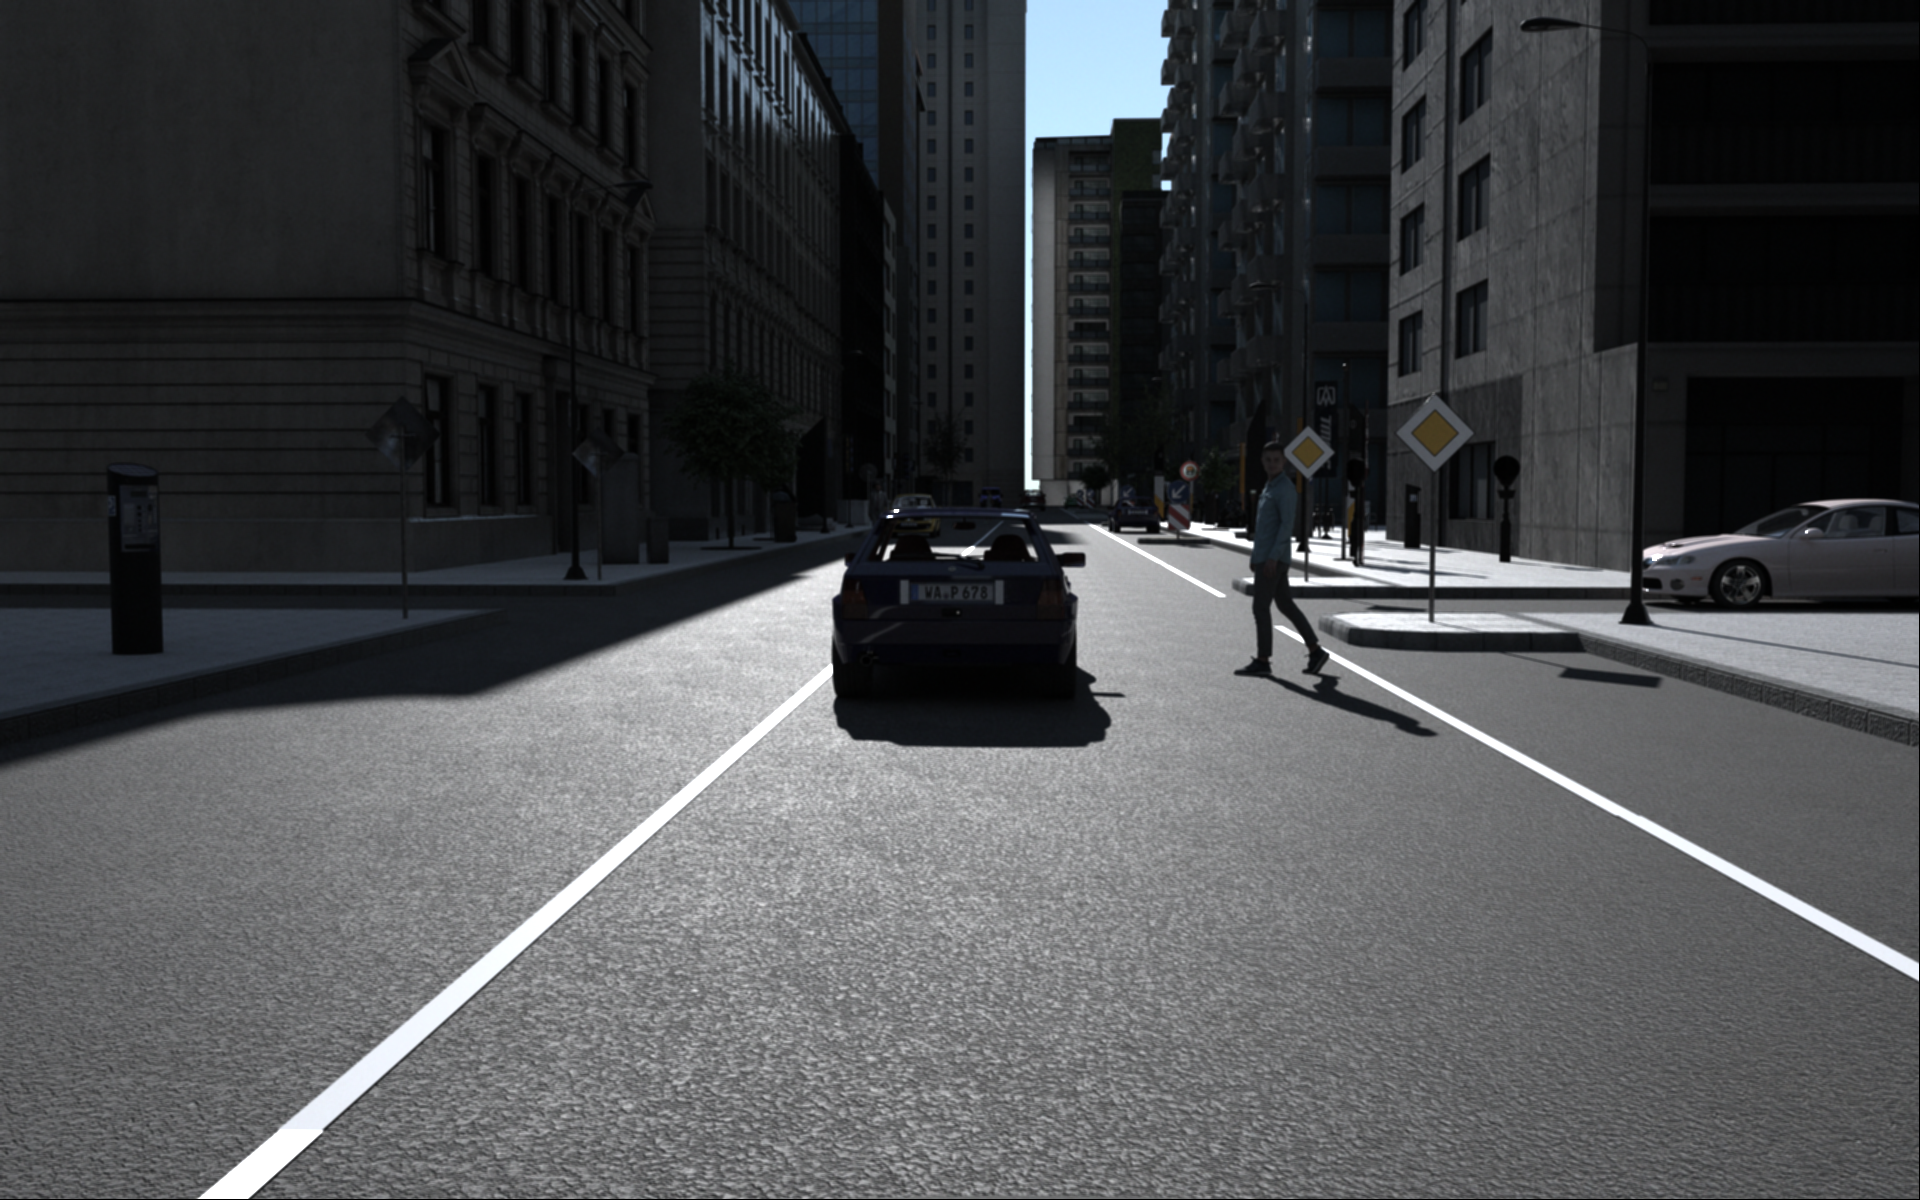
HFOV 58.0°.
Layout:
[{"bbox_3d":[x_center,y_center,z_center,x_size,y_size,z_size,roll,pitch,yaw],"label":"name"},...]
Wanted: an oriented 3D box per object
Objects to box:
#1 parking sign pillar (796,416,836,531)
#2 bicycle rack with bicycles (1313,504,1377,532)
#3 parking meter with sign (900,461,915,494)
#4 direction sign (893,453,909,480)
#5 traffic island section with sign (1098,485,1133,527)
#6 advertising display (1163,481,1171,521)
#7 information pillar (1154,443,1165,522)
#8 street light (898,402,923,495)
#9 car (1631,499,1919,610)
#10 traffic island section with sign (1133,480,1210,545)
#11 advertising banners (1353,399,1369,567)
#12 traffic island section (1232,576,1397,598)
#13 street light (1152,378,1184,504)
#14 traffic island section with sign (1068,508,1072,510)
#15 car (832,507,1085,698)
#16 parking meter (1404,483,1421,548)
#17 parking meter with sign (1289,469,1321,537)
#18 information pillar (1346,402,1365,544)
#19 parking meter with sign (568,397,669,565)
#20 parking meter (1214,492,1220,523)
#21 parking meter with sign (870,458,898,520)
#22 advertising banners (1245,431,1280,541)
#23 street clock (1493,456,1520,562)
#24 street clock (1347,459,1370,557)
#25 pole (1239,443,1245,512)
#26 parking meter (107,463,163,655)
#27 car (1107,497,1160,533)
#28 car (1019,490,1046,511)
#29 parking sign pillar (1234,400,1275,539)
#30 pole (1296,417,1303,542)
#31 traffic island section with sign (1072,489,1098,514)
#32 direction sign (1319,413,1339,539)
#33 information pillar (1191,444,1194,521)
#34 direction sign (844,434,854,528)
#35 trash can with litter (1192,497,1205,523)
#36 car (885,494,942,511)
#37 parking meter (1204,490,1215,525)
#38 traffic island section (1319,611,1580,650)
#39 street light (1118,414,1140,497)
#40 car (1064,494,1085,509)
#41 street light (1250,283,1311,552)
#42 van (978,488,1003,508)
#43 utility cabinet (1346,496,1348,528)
[{"bbox_3d":[-5.065,-4.400,60.414,1.447,3.967,1.447,3,4,36],"label":"parking sign pillar"},{"bbox_3d":[13.119,-2.833,59.696,2.852,0.926,2.925,2,4,26],"label":"bicycle rack with bicycles"},{"bbox_3d":[-3.201,-5.713,89.668,1.738,3.016,0.543,-2,4,-35],"label":"parking meter with sign"},{"bbox_3d":[-3.216,-6.307,95.119,0.876,3.537,0.379,-1,4,-11],"label":"direction sign"},{"bbox_3d":[7.310,-4.188,77.105,1.989,1.847,2.006,0,4,2],"label":"traffic island section with sign"},{"bbox_3d":[9.736,-4.761,83.060,0.974,1.923,0.123,-3,5,-40],"label":"advertising display"},{"bbox_3d":[9.174,-5.399,79.623,0.504,3.616,0.183,3,4,37],"label":"information pillar"},{"bbox_3d":[-2.541,-7.008,87.118,1.470,5.913,1.316,0,4,2],"label":"street light"},{"bbox_3d":[11.169,-0.607,22.283,4.827,1.381,2.083,0,4,2],"label":"car"},{"bbox_3d":[6.161,-2.541,50.174,1.989,1.847,2.006,0,4,2],"label":"traffic island section with sign"},{"bbox_3d":[7.296,-2.155,31.429,0.090,3.025,2.074,1,4,19],"label":"advertising banners"},{"bbox_3d":[5.090,-0.188,25.362,2.009,0.180,2.903,0,4,2],"label":"traffic island section"},{"bbox_3d":[8.394,-5.929,69.479,1.470,5.913,1.316,0,4,2],"label":"street light"},{"bbox_3d":[10.604,-8.918,154.435,1.989,1.847,2.006,0,4,2],"label":"traffic island section with sign"},{"bbox_3d":[0.020,-0.057,13.516,1.945,1.354,3.894,0,4,2],"label":"car"},{"bbox_3d":[10.778,-2.008,41.236,0.372,1.533,0.369,0,3,0],"label":"parking meter"},{"bbox_3d":[10.271,-3.411,52.037,0.543,3.016,1.738,-2,4,-29],"label":"parking meter with sign"},{"bbox_3d":[10.086,-3.227,44.123,0.183,3.616,0.504,-2,4,-32],"label":"information pillar"},{"bbox_3d":[-6.240,-2.168,31.713,1.738,3.016,0.543,-1,4,-22],"label":"parking meter with sign"},{"bbox_3d":[11.259,-4.160,76.424,0.372,1.533,0.369,0,3,0],"label":"parking meter"},{"bbox_3d":[-4.007,-5.378,84.199,1.738,3.016,0.543,1,4,9],"label":"parking meter with sign"},{"bbox_3d":[8.405,-3.163,47.908,0.090,3.025,2.074,2,4,35],"label":"advertising banners"},{"bbox_3d":[10.311,-1.721,32.705,0.471,2.002,0.358,1,4,22],"label":"street clock"},{"bbox_3d":[8.130,-1.892,35.509,0.471,2.002,0.358,3,5,41],"label":"street clock"},{"bbox_3d":[11.173,-4.572,68.593,0.158,3.312,0.155,0,3,0],"label":"pole"},{"bbox_3d":[-6.638,-0.338,13.937,0.372,1.533,0.369,0,3,0],"label":"parking meter"},{"bbox_3d":[6.525,-3.213,65.118,1.945,1.354,3.894,0,4,1],"label":"car"},{"bbox_3d":[6.182,-8.462,147.023,2.281,1.827,5.304,0,4,0],"label":"car"},{"bbox_3d":[8.707,-3.778,50.239,1.447,3.967,1.447,-1,4,-8],"label":"parking sign pillar"},{"bbox_3d":[9.067,-3.198,46.132,0.158,3.312,0.155,0,3,0],"label":"pole"},{"bbox_3d":[9.463,-7.271,127.504,1.989,1.847,2.006,0,4,2],"label":"traffic island section with sign"},{"bbox_3d":[10.381,-3.486,48.999,0.379,3.537,0.876,-2,4,-30],"label":"direction sign"},{"bbox_3d":[10.959,-5.521,81.616,0.183,3.616,0.504,1,4,16],"label":"information pillar"},{"bbox_3d":[-4.228,-4.534,66.125,0.379,3.537,0.876,1,4,15],"label":"direction sign"},{"bbox_3d":[10.873,-4.024,77.183,1.055,1.170,0.624,1,4,11],"label":"trash can with litter"},{"bbox_3d":[-1.566,-2.908,57.762,2.015,1.641,3.980,0,4,2],"label":"car"},{"bbox_3d":[10.463,-4.095,72.667,0.399,1.863,0.255,-3,4,-37],"label":"parking meter"},{"bbox_3d":[4.749,0.300,17.384,2.009,0.180,2.903,0,4,2],"label":"traffic island section"},{"bbox_3d":[9.798,-7.804,100.134,1.470,5.913,1.316,0,4,2],"label":"street light"},{"bbox_3d":[10.795,-9.474,163.689,1.959,1.807,4.718,0,4,1],"label":"car"},{"bbox_3d":[7.081,-4.022,38.306,1.470,5.913,1.316,0,4,2],"label":"street light"},{"bbox_3d":[2.854,-9.465,159.131,2.240,2.365,5.245,0,4,2],"label":"van"},{"bbox_3d":[15.038,-3.393,66.631,0.306,1.237,1.020,2,4,25],"label":"utility cabinet"}]
